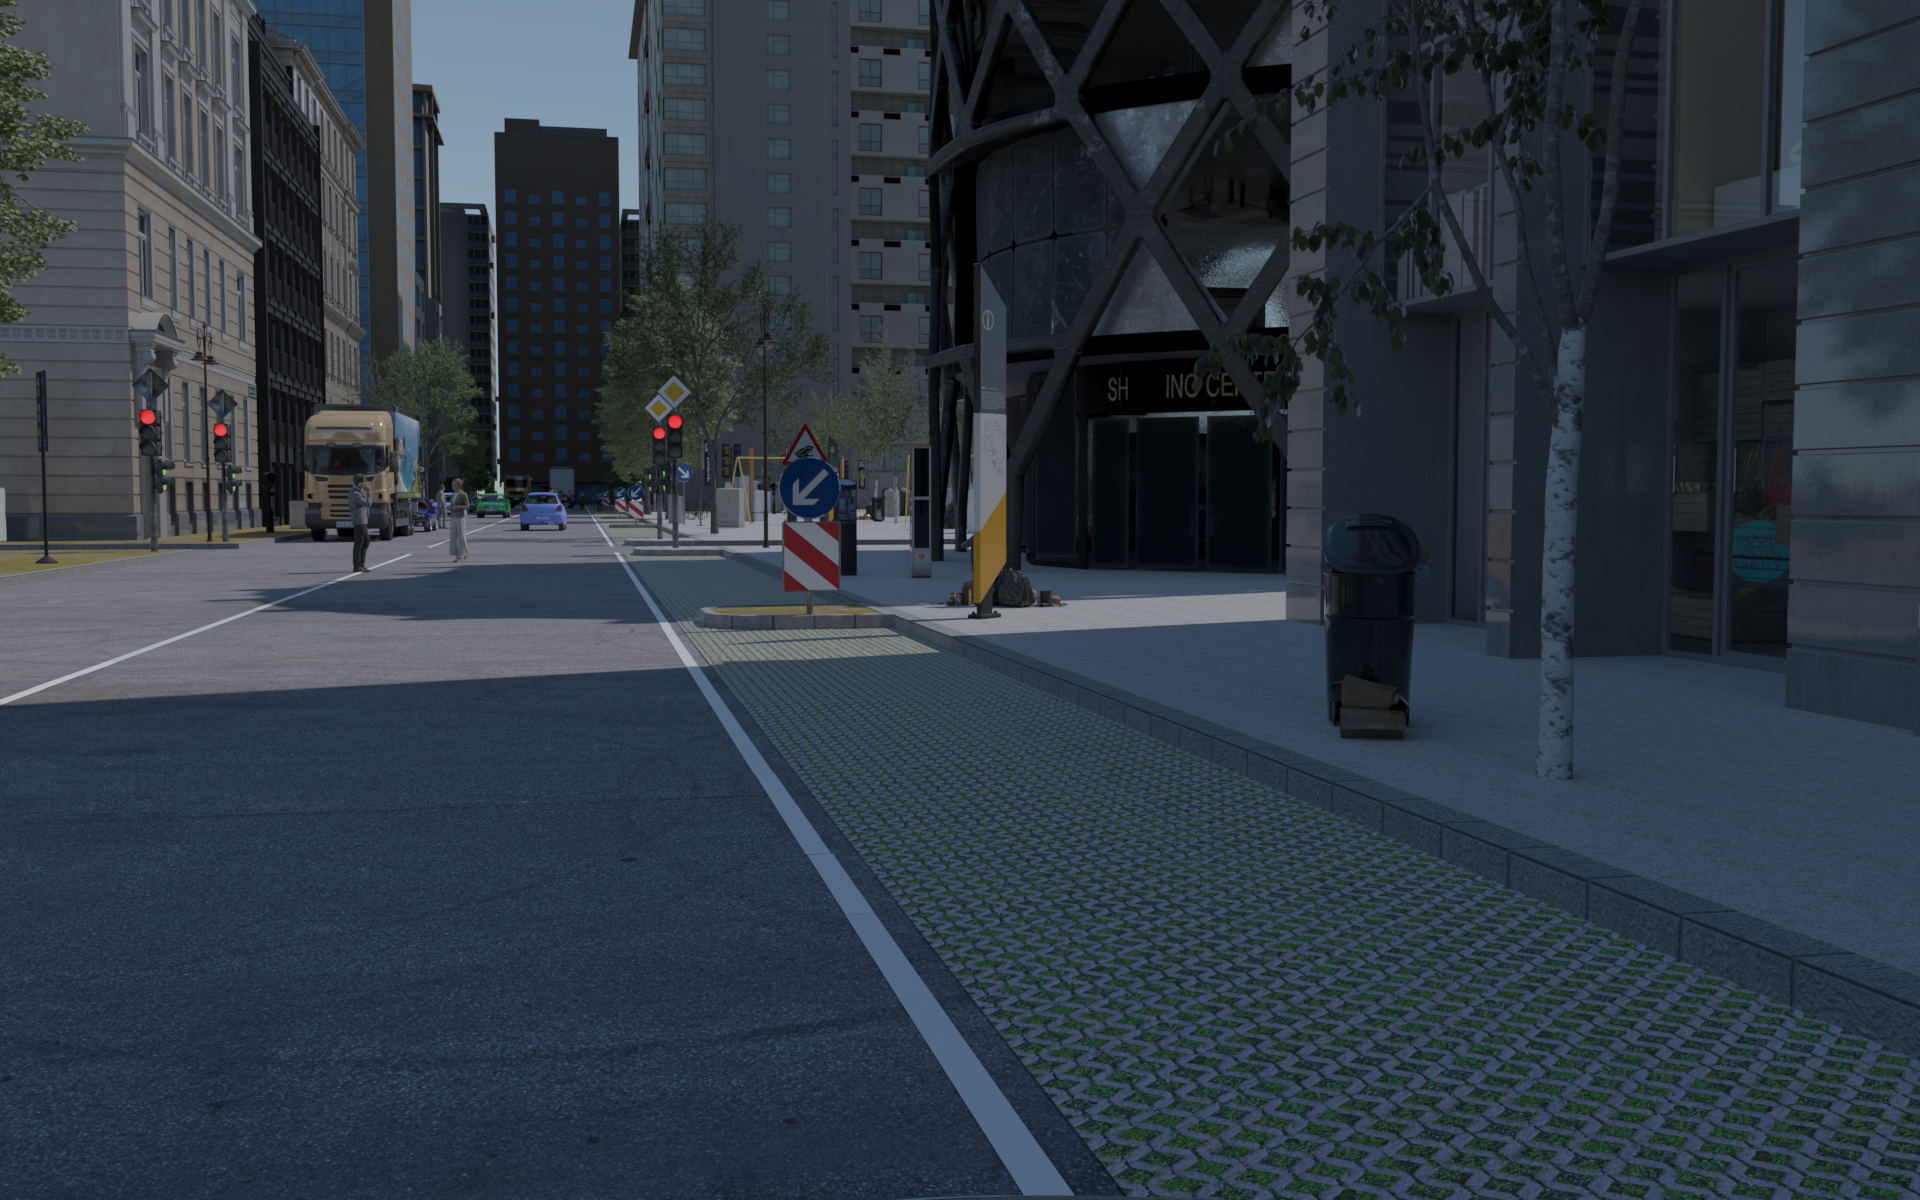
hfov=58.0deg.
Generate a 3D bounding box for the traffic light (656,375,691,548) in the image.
[{"bbox_3d":[-6.773,-3.187,41.020,0.839,4.253,0.868,-1,4,-12],"label":"traffic light"}]

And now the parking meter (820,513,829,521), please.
[{"bbox_3d":[-6.006,-4.371,77.177,0.399,1.863,0.255,-3,5,-43],"label":"parking meter"}]

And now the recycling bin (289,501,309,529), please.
[{"bbox_3d":[-24.164,-3.124,63.638,0.722,1.027,0.722,0,4,-3],"label":"recycling bin"}]

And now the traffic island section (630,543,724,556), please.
[{"bbox_3d":[-6.731,-1.154,41.143,2.009,0.180,2.903,-1,4,-12],"label":"traffic island section"}]

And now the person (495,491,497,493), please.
[{"bbox_3d":[-42.225,-9.060,157.341,0.721,1.736,1.217,-2,4,-35],"label":"person"}]

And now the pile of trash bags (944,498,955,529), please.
[{"bbox_3d":[0.756,-3.341,64.374,3.447,1.369,1.912,-1,4,-16],"label":"pile of trash bags"}]

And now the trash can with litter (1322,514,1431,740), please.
[{"bbox_3d":[2.298,0.120,9.433,0.624,1.170,1.055,1,4,8],"label":"trash can with litter"}]

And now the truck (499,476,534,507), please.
[{"bbox_3d":[-46.758,-11.471,183.466,3.469,3.379,9.791,-1,4,-11],"label":"truck"}]

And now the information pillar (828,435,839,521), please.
[{"bbox_3d":[-5.076,-4.772,69.370,0.183,3.616,0.504,3,5,44],"label":"information pillar"}]

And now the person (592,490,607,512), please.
[{"bbox_3d":[-28.500,-7.807,136.861,1.217,1.736,0.721,0,4,7],"label":"person"}]

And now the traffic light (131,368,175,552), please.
[{"bbox_3d":[-17.961,-3.035,38.540,0.839,4.253,0.868,-1,4,-12],"label":"traffic light"}]

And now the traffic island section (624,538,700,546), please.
[{"bbox_3d":[-8.455,-1.631,48.941,2.009,0.180,2.903,-1,4,-12],"label":"traffic island section"}]

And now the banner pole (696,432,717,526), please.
[{"bbox_3d":[-10.286,-4.900,70.136,0.863,3.779,0.401,0,4,-3],"label":"banner pole"}]

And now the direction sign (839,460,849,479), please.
[{"bbox_3d":[-7.843,-7.644,116.980,0.876,3.537,0.379,3,4,38],"label":"direction sign"}]

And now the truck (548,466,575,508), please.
[{"bbox_3d":[-41.738,-11.787,181.628,2.839,4.237,11.283,-1,4,-13],"label":"truck"}]

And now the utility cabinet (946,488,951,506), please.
[{"bbox_3d":[-0.947,-3.602,67.578,1.173,1.500,0.318,0,4,4],"label":"utility cabinet"}]

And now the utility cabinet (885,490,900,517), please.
[{"bbox_3d":[-3.728,-5.276,94.948,0.318,1.500,1.173,-2,4,-31],"label":"utility cabinet"}]

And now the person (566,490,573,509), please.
[{"bbox_3d":[-38.152,-9.853,169.471,0.709,1.838,0.599,1,4,15],"label":"person"}]

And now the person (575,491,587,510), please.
[{"bbox_3d":[-33.661,-8.853,153.969,1.217,1.736,0.721,2,4,25],"label":"person"}]

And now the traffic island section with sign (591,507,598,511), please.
[{"bbox_3d":[-30.422,-8.543,148.306,1.989,1.847,2.006,-1,4,-12],"label":"traffic island section with sign"}]

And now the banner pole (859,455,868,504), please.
[{"bbox_3d":[-6.099,-7.370,110.510,0.863,3.779,0.401,1,4,18],"label":"banner pole"}]

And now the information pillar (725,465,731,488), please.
[{"bbox_3d":[-16.315,-7.989,121.970,0.504,3.616,0.183,-2,4,-24],"label":"information pillar"}]

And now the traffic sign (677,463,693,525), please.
[{"bbox_3d":[-11.521,-4.412,72.246,0.768,2.556,0.104,-1,4,-10],"label":"traffic sign"}]

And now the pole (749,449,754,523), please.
[{"bbox_3d":[-9.356,-5.126,77.650,0.158,3.312,0.155,0,3,0],"label":"pole"}]

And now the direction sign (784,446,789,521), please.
[{"bbox_3d":[-8.112,-5.472,81.458,0.379,3.537,0.876,0,4,5],"label":"direction sign"}]

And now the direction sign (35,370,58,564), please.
[{"bbox_3d":[-16.934,-2.447,32.006,0.379,3.537,0.876,-3,4,-37],"label":"direction sign"}]

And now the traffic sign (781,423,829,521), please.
[{"bbox_3d":[-2.848,-1.953,31.929,0.884,2.594,0.081,-1,4,-12],"label":"traffic sign"}]

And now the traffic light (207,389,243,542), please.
[{"bbox_3d":[-19.685,-3.512,46.337,0.839,4.253,0.868,-1,4,-12],"label":"traffic light"}]

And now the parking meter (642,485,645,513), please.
[{"bbox_3d":[-20.860,-6.666,114.696,0.399,1.863,0.255,-3,5,-44],"label":"parking meter"}]

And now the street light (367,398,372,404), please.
[{"bbox_3d":[-28.421,-6.774,83.551,0.468,5.910,1.993,-1,4,-12],"label":"street light"}]

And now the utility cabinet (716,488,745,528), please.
[{"bbox_3d":[-8.643,-3.452,65.113,1.173,1.500,0.318,3,4,36],"label":"utility cabinet"}]

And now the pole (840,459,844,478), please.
[{"bbox_3d":[-6.772,-6.458,99.439,0.158,3.312,0.155,0,3,0],"label":"pole"}]

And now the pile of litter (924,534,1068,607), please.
[{"bbox_3d":[0.411,-0.376,20.109,1.719,0.858,1.176,3,5,43],"label":"pile of litter"}]

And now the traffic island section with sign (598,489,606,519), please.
[{"bbox_3d":[-19.675,-5.569,99.681,1.989,1.847,2.006,-1,4,-12],"label":"traffic island section with sign"}]

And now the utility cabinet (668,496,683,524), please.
[{"bbox_3d":[-12.397,-3.935,75.501,0.306,1.237,1.020,-2,4,-31],"label":"utility cabinet"}]

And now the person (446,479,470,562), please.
[{"bbox_3d":[-10.602,-1.678,36.477,0.519,1.759,0.362,2,4,32],"label":"person"}]

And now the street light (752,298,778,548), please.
[{"bbox_3d":[-4.624,-4.179,41.122,0.468,5.910,1.993,-1,4,-12],"label":"street light"}]

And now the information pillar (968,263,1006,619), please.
[{"bbox_3d":[0.302,-1.622,17.870,0.183,3.616,0.504,3,4,36],"label":"information pillar"}]

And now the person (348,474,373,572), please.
[{"bbox_3d":[-10.970,-1.410,31.736,0.473,1.802,0.592,-1,4,-12],"label":"person"}]

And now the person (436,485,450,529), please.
[{"bbox_3d":[-21.457,-3.860,71.707,0.635,1.810,0.391,3,5,44],"label":"person"}]

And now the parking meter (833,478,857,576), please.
[{"bbox_3d":[-1.811,-1.156,27.305,0.372,1.533,0.369,0,3,0],"label":"parking meter"}]

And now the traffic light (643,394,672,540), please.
[{"bbox_3d":[-8.497,-3.663,48.818,0.839,4.253,0.868,-1,4,-12],"label":"traffic light"}]

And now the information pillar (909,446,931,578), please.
[{"bbox_3d":[-0.604,-1.344,26.460,0.304,2.012,0.304,-1,4,-8],"label":"information pillar"}]

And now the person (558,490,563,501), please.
[{"bbox_3d":[-29.139,-7.126,125.734,0.721,1.743,1.217,1,4,11],"label":"person"}]

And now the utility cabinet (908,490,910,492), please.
[{"bbox_3d":[-2.927,-5.887,104.936,0.318,1.500,1.173,2,4,28],"label":"utility cabinet"}]

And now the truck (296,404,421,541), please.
[{"bbox_3d":[-19.335,-4.121,56.293,2.839,4.237,11.283,-1,4,-12],"label":"truck"}]

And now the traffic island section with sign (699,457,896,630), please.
[{"bbox_3d":[-1.858,-0.641,19.115,1.989,1.847,2.006,-1,4,-12],"label":"traffic island section with sign"}]

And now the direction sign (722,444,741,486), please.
[{"bbox_3d":[-10.280,-5.258,77.973,0.876,3.537,0.379,0,4,-1],"label":"direction sign"}]

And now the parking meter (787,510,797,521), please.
[{"bbox_3d":[-6.165,-3.376,63.608,0.372,1.533,0.369,0,3,0],"label":"parking meter"}]

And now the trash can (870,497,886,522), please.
[{"bbox_3d":[-3.806,-4.220,80.653,0.748,1.137,0.748,0,3,0],"label":"trash can"}]

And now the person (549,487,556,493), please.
[{"bbox_3d":[-26.390,-6.374,112.082,0.474,1.900,0.648,3,4,38],"label":"person"}]

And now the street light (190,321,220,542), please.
[{"bbox_3d":[-20.209,-4.507,46.473,0.468,5.910,1.993,-1,4,-12],"label":"street light"}]

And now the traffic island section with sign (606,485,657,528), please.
[{"bbox_3d":[-13.861,-3.959,73.358,1.989,1.847,2.006,-1,4,-12],"label":"traffic island section with sign"}]
